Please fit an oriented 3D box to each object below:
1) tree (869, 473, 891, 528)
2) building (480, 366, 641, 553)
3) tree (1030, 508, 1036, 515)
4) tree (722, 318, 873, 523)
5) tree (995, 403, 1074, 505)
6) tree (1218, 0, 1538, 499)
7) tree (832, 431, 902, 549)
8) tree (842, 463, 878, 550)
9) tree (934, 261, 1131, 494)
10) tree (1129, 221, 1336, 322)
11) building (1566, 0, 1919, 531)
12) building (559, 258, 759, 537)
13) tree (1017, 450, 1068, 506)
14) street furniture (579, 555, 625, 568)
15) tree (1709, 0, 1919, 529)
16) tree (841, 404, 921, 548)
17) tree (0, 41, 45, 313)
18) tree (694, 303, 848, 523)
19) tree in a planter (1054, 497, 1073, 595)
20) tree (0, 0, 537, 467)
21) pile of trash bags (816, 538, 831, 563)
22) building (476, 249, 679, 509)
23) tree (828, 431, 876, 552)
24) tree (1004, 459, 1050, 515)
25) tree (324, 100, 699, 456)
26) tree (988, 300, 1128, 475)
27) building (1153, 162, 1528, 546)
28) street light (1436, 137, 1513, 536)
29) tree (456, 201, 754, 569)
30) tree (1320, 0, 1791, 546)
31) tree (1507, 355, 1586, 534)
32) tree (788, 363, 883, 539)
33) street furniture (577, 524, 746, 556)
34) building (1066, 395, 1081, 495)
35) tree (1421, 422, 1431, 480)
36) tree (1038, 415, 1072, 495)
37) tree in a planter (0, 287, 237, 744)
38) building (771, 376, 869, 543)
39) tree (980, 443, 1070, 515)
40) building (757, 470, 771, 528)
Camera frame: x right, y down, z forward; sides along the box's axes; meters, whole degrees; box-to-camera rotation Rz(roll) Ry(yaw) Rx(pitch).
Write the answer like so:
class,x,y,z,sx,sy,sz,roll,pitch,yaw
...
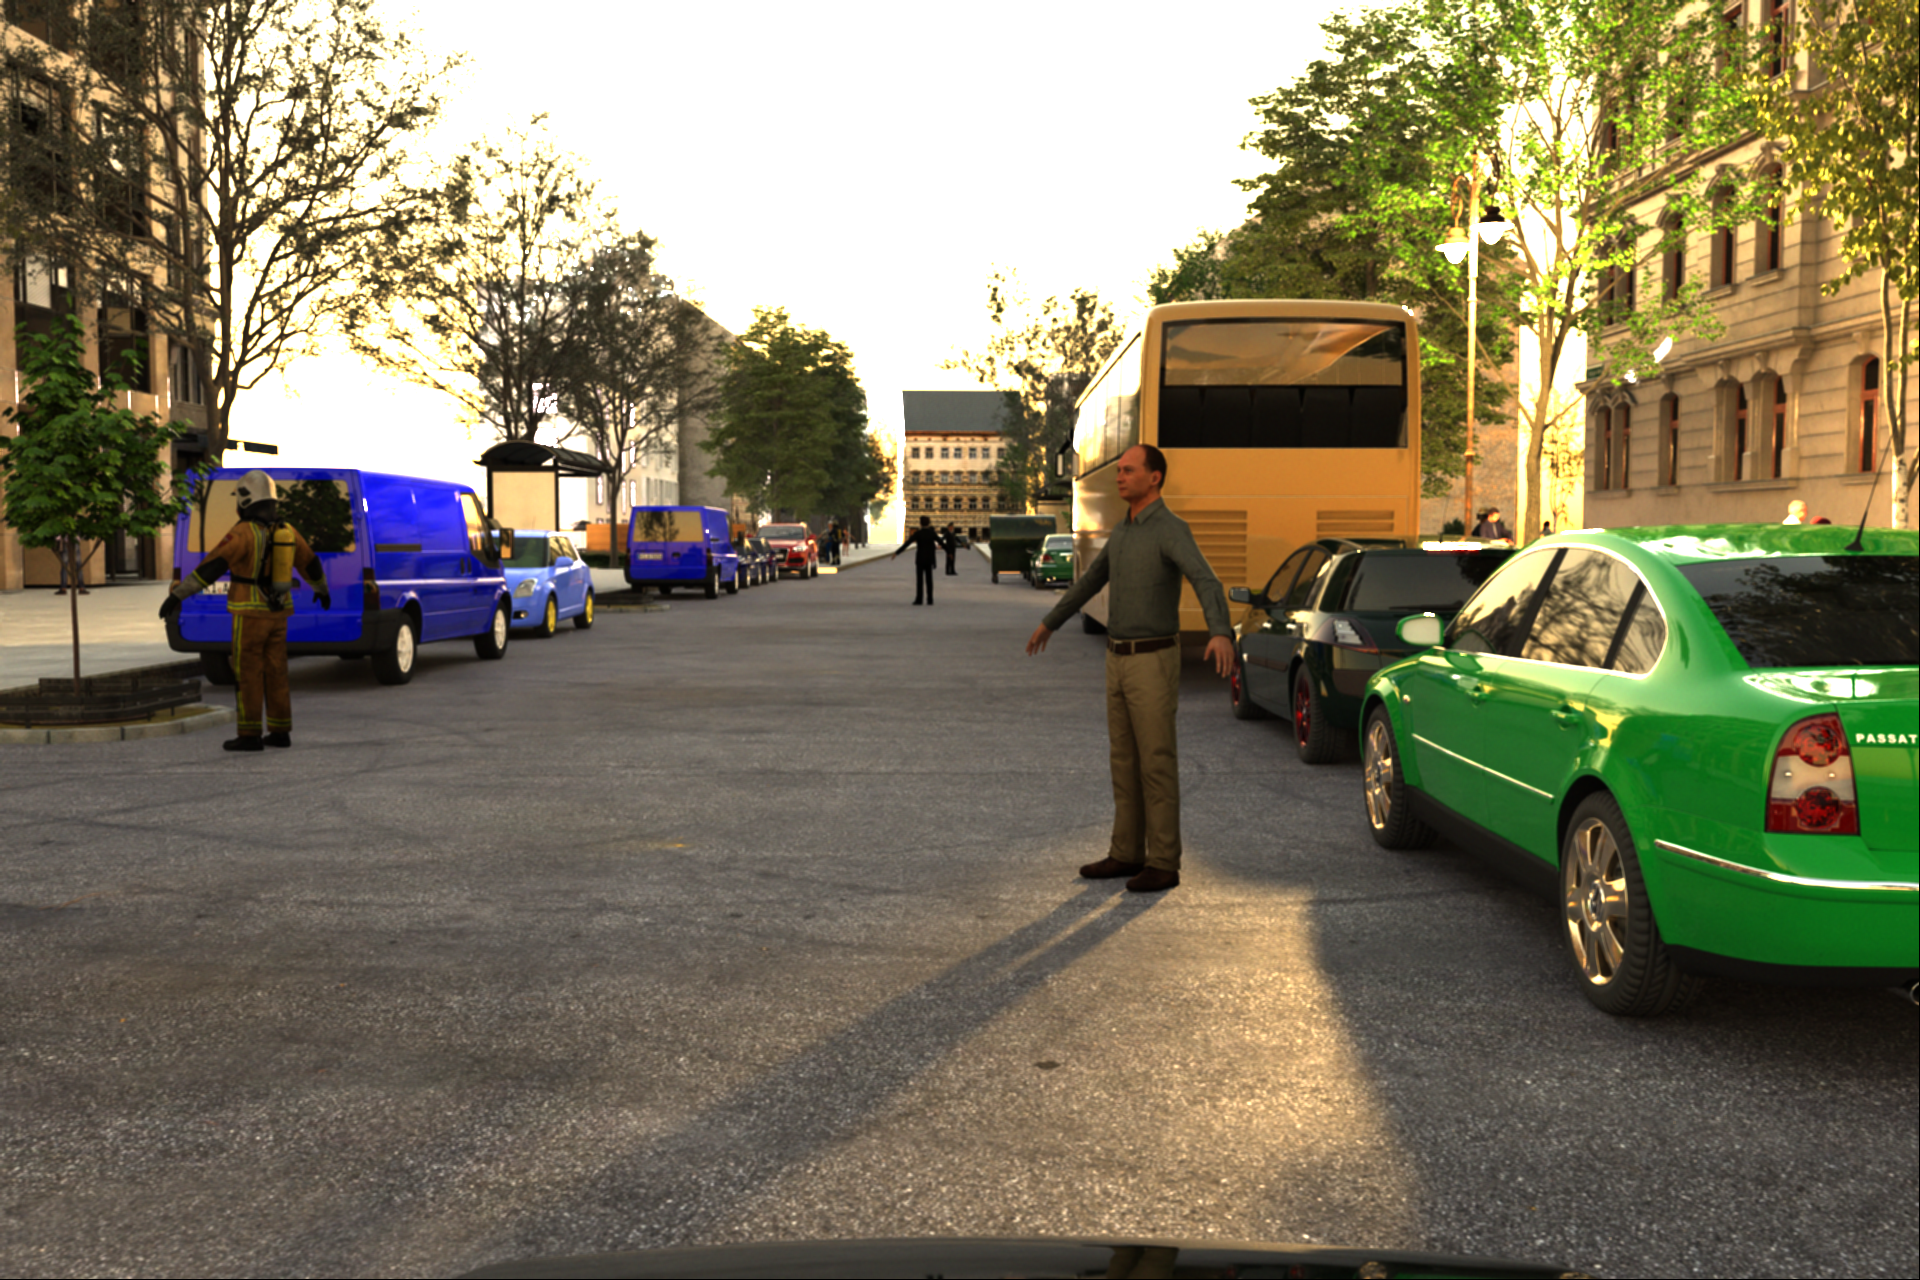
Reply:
class,x,y,z,sx,sy,sz,roll,pitch,yaw
tree,-14.804,-21.664,260.857,9.857,13.997,8.962,0,3,0
building,-22.769,-9.640,99.762,9.099,9.664,28.070,0,4,1
tree,12.455,-19.036,261.600,4.737,8.622,4.395,0,3,0
tree,-9.606,-11.981,102.549,9.857,13.997,8.962,0,3,0
tree,6.563,-12.789,134.857,9.928,11.665,9.643,0,3,0
tree,8.863,-7.339,38.121,7.486,12.596,7.792,0,3,0
tree,-8.994,-13.115,148.845,8.767,10.594,7.601,0,4,5
tree,-9.400,-11.776,142.902,4.360,8.622,3.978,0,3,0
tree,4.708,-16.260,121.746,12.611,20.169,13.585,0,3,0
tree,8.865,-8.070,57.697,9.928,11.665,9.643,0,3,0
building,24.777,-15.454,40.061,14.401,28.519,23.554,0,4,0
building,-26.766,-18.987,141.366,19.493,23.208,18.063,0,4,0
tree,6.135,-11.707,141.764,4.360,8.622,3.978,0,3,0
street furniture,-12.968,-3.142,67.001,10.072,0.657,5.734,0,4,-3
tree,9.194,-4.035,16.327,4.737,8.622,4.395,0,3,0
tree,-9.162,-15.486,163.560,12.009,13.543,11.850,0,3,0
tree,-12.373,-4.122,17.755,4.360,8.622,3.978,0,3,0
tree,-9.265,-10.262,85.914,7.486,12.596,7.792,0,3,0
tree in a planter,3.259,-2.703,41.409,1.991,3.239,1.994,0,4,1
tree,-12.239,-7.221,28.431,12.009,13.543,11.850,0,3,0
pile of trash bags,-6.662,-4.050,75.977,1.912,1.369,3.447,0,4,2
building,-25.896,-15.881,116.076,16.016,20.090,11.380,0,4,-1
tree,-9.624,-11.644,124.797,7.601,10.594,8.767,0,4,-7
tree,6.450,-12.111,148.372,4.360,8.622,3.978,0,3,0
tree,-12.606,-8.508,49.478,12.009,13.543,11.850,0,3,0
tree,6.264,-11.022,90.578,12.009,13.543,11.850,0,3,0
building,22.379,-16.866,106.680,19.493,23.208,18.063,0,4,0
street light,6.111,-2.932,20.726,0.468,5.910,1.993,0,4,0
tree,-12.744,-9.366,63.511,12.009,13.543,11.850,0,3,0
tree,9.501,-6.262,28.137,9.928,11.665,9.643,0,3,0
tree,23.980,-7.341,70.393,4.360,8.622,3.978,0,3,0
tree,-8.951,-12.011,114.501,7.486,12.596,7.792,0,3,0
street furniture,-13.100,-4.115,74.128,11.010,1.723,9.812,3,5,42
building,22.451,-22.984,206.715,19.493,23.208,18.063,0,4,0
tree,17.105,-8.594,74.924,7.601,10.594,8.767,1,4,13
tree,6.110,-9.615,107.566,4.360,8.622,3.978,0,3,0
tree in a planter,-6.539,-0.949,12.734,1.991,3.239,1.994,0,4,1
building,-27.190,-24.040,237.034,27.936,21.610,32.646,0,3,0
tree,6.403,-13.980,162.978,8.767,10.594,7.601,-2,4,-24
building,-26.181,-15.759,199.814,9.099,9.664,28.070,0,4,0
